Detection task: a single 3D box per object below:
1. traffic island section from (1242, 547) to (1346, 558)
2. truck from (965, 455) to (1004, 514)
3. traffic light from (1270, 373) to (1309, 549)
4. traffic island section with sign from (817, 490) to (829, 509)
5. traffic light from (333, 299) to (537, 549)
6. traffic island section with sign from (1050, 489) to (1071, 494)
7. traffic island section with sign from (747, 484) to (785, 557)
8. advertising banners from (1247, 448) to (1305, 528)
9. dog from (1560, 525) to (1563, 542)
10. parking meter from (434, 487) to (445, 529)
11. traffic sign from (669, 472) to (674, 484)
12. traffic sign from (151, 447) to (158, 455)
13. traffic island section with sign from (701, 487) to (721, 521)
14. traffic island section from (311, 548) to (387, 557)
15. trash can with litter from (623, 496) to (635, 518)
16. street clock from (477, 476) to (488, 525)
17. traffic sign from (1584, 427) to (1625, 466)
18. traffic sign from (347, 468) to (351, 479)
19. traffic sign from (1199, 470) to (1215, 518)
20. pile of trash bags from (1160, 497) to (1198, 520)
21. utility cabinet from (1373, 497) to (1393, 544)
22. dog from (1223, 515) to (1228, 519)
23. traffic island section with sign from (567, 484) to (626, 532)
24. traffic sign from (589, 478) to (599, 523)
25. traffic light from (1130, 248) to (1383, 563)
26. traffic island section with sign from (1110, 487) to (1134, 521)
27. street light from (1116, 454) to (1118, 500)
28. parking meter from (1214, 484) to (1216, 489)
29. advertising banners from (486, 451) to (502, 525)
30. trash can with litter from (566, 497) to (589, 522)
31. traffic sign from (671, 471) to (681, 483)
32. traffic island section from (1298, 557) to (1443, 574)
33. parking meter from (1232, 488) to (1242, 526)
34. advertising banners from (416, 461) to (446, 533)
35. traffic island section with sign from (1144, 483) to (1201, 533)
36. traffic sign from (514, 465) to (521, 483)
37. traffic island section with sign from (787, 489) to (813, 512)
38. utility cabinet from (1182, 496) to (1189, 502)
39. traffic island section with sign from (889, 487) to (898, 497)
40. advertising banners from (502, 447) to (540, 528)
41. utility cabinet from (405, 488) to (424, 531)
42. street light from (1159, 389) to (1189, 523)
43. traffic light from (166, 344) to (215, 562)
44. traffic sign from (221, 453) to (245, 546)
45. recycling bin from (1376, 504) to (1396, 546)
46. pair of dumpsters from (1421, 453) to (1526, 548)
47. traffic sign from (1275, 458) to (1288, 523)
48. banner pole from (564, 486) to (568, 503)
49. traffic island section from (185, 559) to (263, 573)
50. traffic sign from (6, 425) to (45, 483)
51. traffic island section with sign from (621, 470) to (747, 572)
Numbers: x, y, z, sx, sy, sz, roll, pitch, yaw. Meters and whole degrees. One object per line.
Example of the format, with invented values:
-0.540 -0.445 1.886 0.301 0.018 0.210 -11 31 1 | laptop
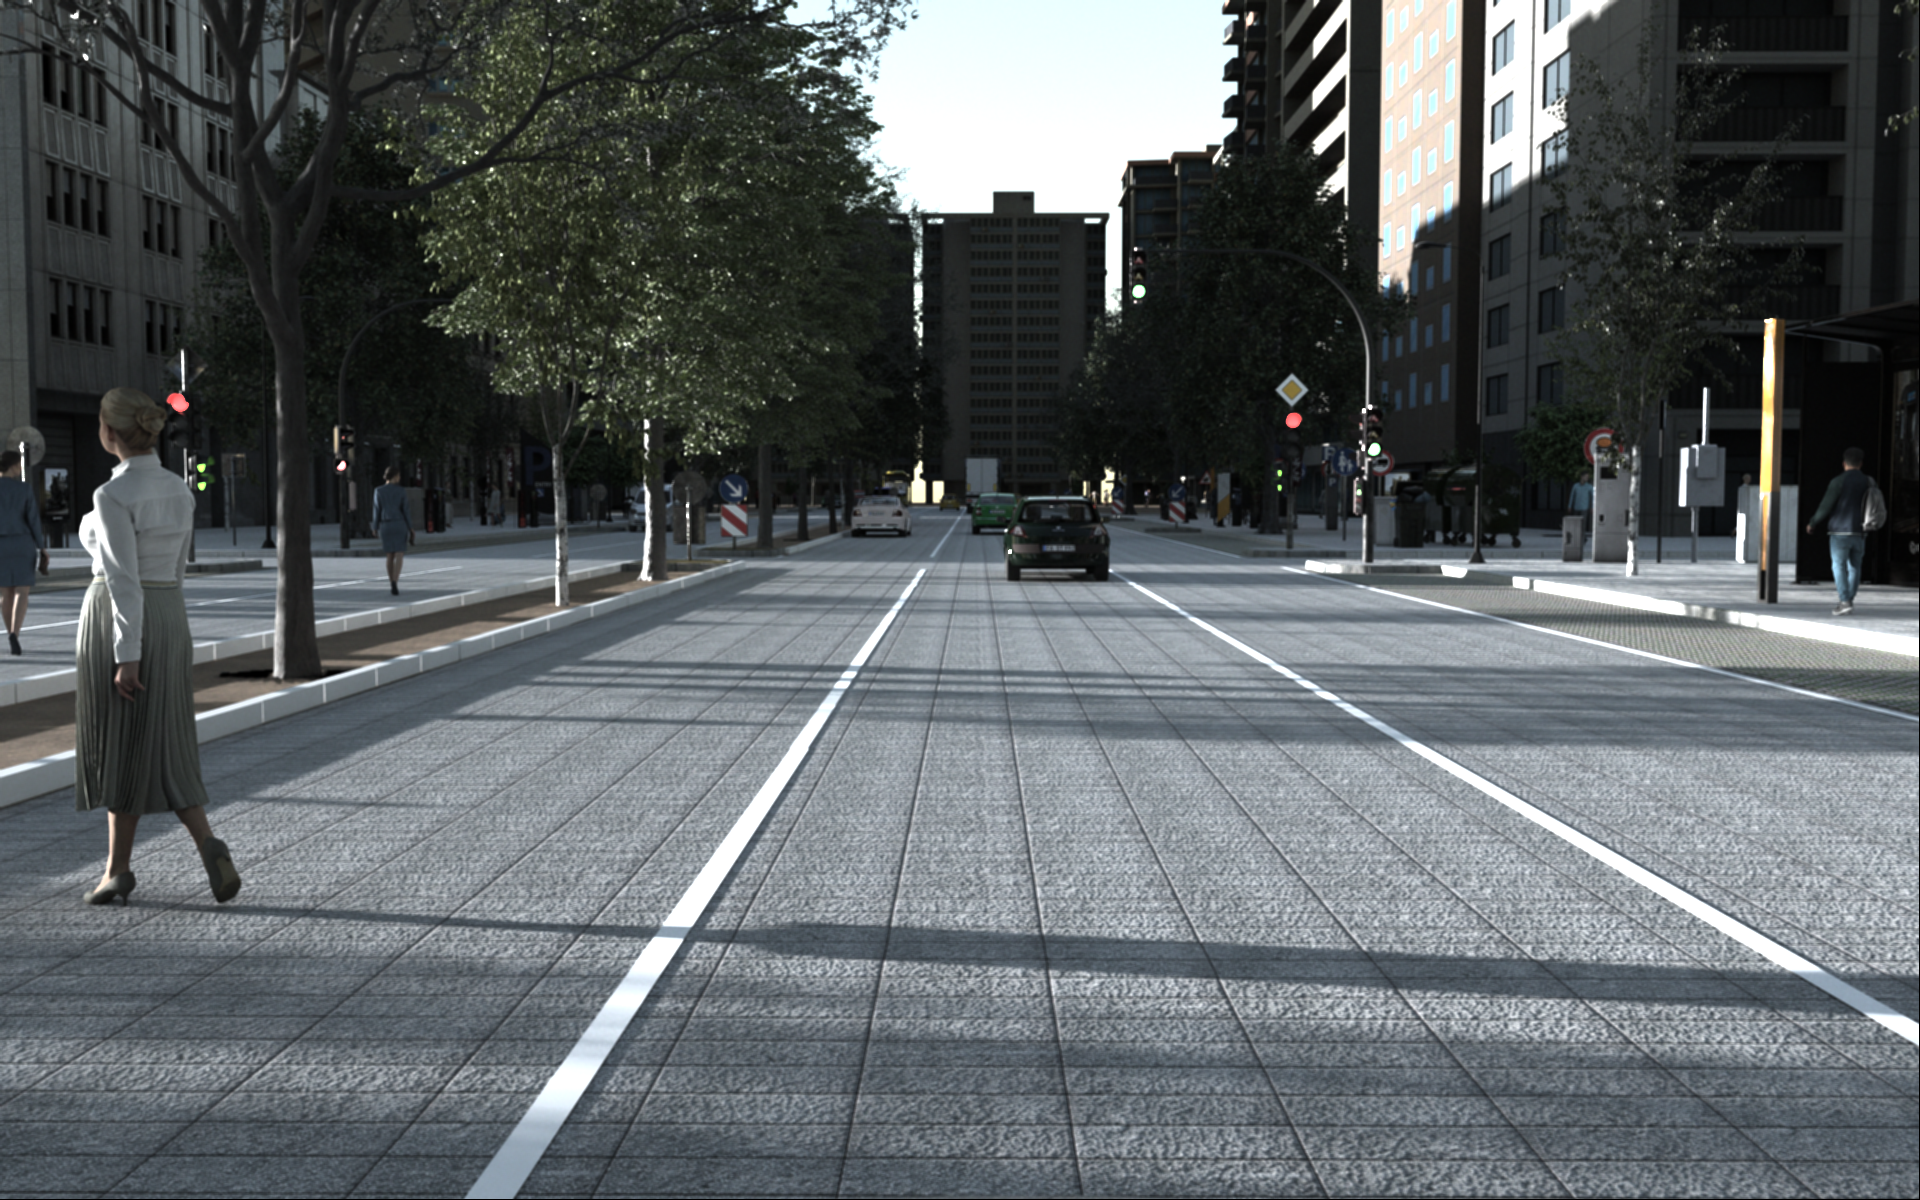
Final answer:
7.711 -1.108 40.390 2.009 0.180 2.903 0 4 1 | traffic island section
1.803 -8.614 129.759 2.839 4.237 11.283 0 4 2 | truck
7.671 -3.141 40.277 0.839 4.253 0.868 0 4 1 | traffic light
-12.914 -9.827 169.305 1.989 1.847 2.006 0 4 1 | traffic island section with sign
-12.297 -4.025 40.479 4.771 5.953 1.251 0 4 1 | traffic light
8.661 -8.166 142.140 1.989 1.847 2.006 0 4 1 | traffic island section with sign
-5.147 -1.959 40.169 2.006 1.907 1.989 0 4 1 | traffic island section with sign
11.802 -4.189 64.686 2.074 3.025 0.090 1 4 10 | advertising banners
15.650 -1.682 44.335 0.406 0.507 0.540 3 5 44 | dog
-18.873 -3.327 62.800 0.372 1.533 0.369 0 3 0 | parking meter
-16.116 -6.000 98.213 0.768 2.556 0.104 0 4 6 | traffic sign
-19.789 -2.560 41.954 0.768 2.556 0.104 0 4 4 | traffic sign
-13.614 -5.166 93.095 1.989 1.847 2.006 0 4 1 | traffic island section with sign
-14.430 -1.120 40.599 2.009 0.180 2.903 0 4 1 | traffic island section
-17.573 -4.935 92.082 0.624 1.170 1.055 -1 4 -11 | trash can with litter
-19.506 -4.057 70.901 0.358 2.002 0.471 2 4 24 | street clock
12.333 -2.027 33.250 0.768 2.556 0.104 0 4 3 | traffic sign
-19.650 -3.418 55.984 0.768 2.556 0.104 0 4 5 | traffic sign
13.293 -5.714 93.430 0.884 2.594 0.081 0 4 2 | traffic sign
11.175 -4.815 88.480 1.912 1.369 3.447 0 4 6 | pile of trash bags
11.023 -2.035 44.427 1.020 1.237 0.306 1 4 10 | utility cabinet
13.423 -4.562 88.961 0.800 0.831 0.513 2 4 30 | dog
-13.865 -3.518 66.141 1.989 1.847 2.006 0 4 1 | traffic island section with sign
-16.576 -4.743 77.554 0.884 2.594 0.081 0 4 8 | traffic sign
5.504 -3.517 32.170 4.771 5.953 1.251 0 4 1 | traffic light
8.189 -5.096 91.942 1.989 1.847 2.006 0 4 1 | traffic island section with sign
9.874 -8.698 114.751 1.470 5.913 1.316 0 4 1 | street light
14.004 -5.475 95.231 0.399 1.863 0.255 -2 4 -35 | parking meter
-19.075 -4.570 70.905 0.090 3.025 2.074 0 4 3 | advertising banners
-17.803 -4.172 79.264 1.678 1.210 2.233 -2 4 -24 | trash can with litter
-15.924 -5.968 97.685 0.768 2.556 0.104 0 4 1 | traffic sign
7.637 -0.619 32.405 2.009 0.180 2.903 0 4 1 | traffic island section
11.060 -3.719 69.209 0.372 1.533 0.369 0 3 0 | parking meter
-17.423 -3.713 56.890 0.090 3.025 2.074 1 4 9 | advertising banners
7.948 -3.447 64.988 1.989 1.847 2.006 0 4 1 | traffic island section with sign
-18.885 -4.556 74.604 0.768 2.556 0.104 0 4 7 | traffic sign
-13.147 -8.179 142.350 1.989 1.847 2.006 0 4 1 | traffic island section with sign
11.801 -4.978 92.556 0.306 1.237 1.020 -2 4 -33 | utility cabinet
-4.463 -6.555 115.305 2.006 1.907 1.989 0 4 1 | traffic island section with sign
-16.607 -4.251 65.689 0.090 3.025 2.074 1 4 22 | advertising banners
-19.046 -3.126 59.788 0.318 1.500 1.173 2 4 30 | utility cabinet
9.440 -6.348 76.338 1.470 5.913 1.316 0 4 1 | street light
-14.463 -2.664 32.479 0.839 4.253 0.868 0 4 1 | traffic light
-18.039 -2.501 43.020 0.606 2.300 0.079 0 4 6 | traffic sign
10.732 -1.856 42.898 0.722 1.027 0.722 1 4 22 | recycling bin
12.727 -2.490 43.204 1.574 2.255 4.437 0 4 0 | pair of dumpsters
11.190 -3.721 60.940 0.768 2.556 0.104 0 4 3 | traffic sign
-19.231 -5.745 83.954 0.401 3.779 0.863 3 5 41 | banner pole
-14.503 -0.632 32.614 2.009 0.180 2.903 0 4 1 | traffic island section
-17.304 -1.956 32.079 0.768 2.556 0.104 0 4 5 | traffic sign
-5.225 -1.506 32.762 2.006 1.907 1.989 0 4 1 | traffic island section with sign
